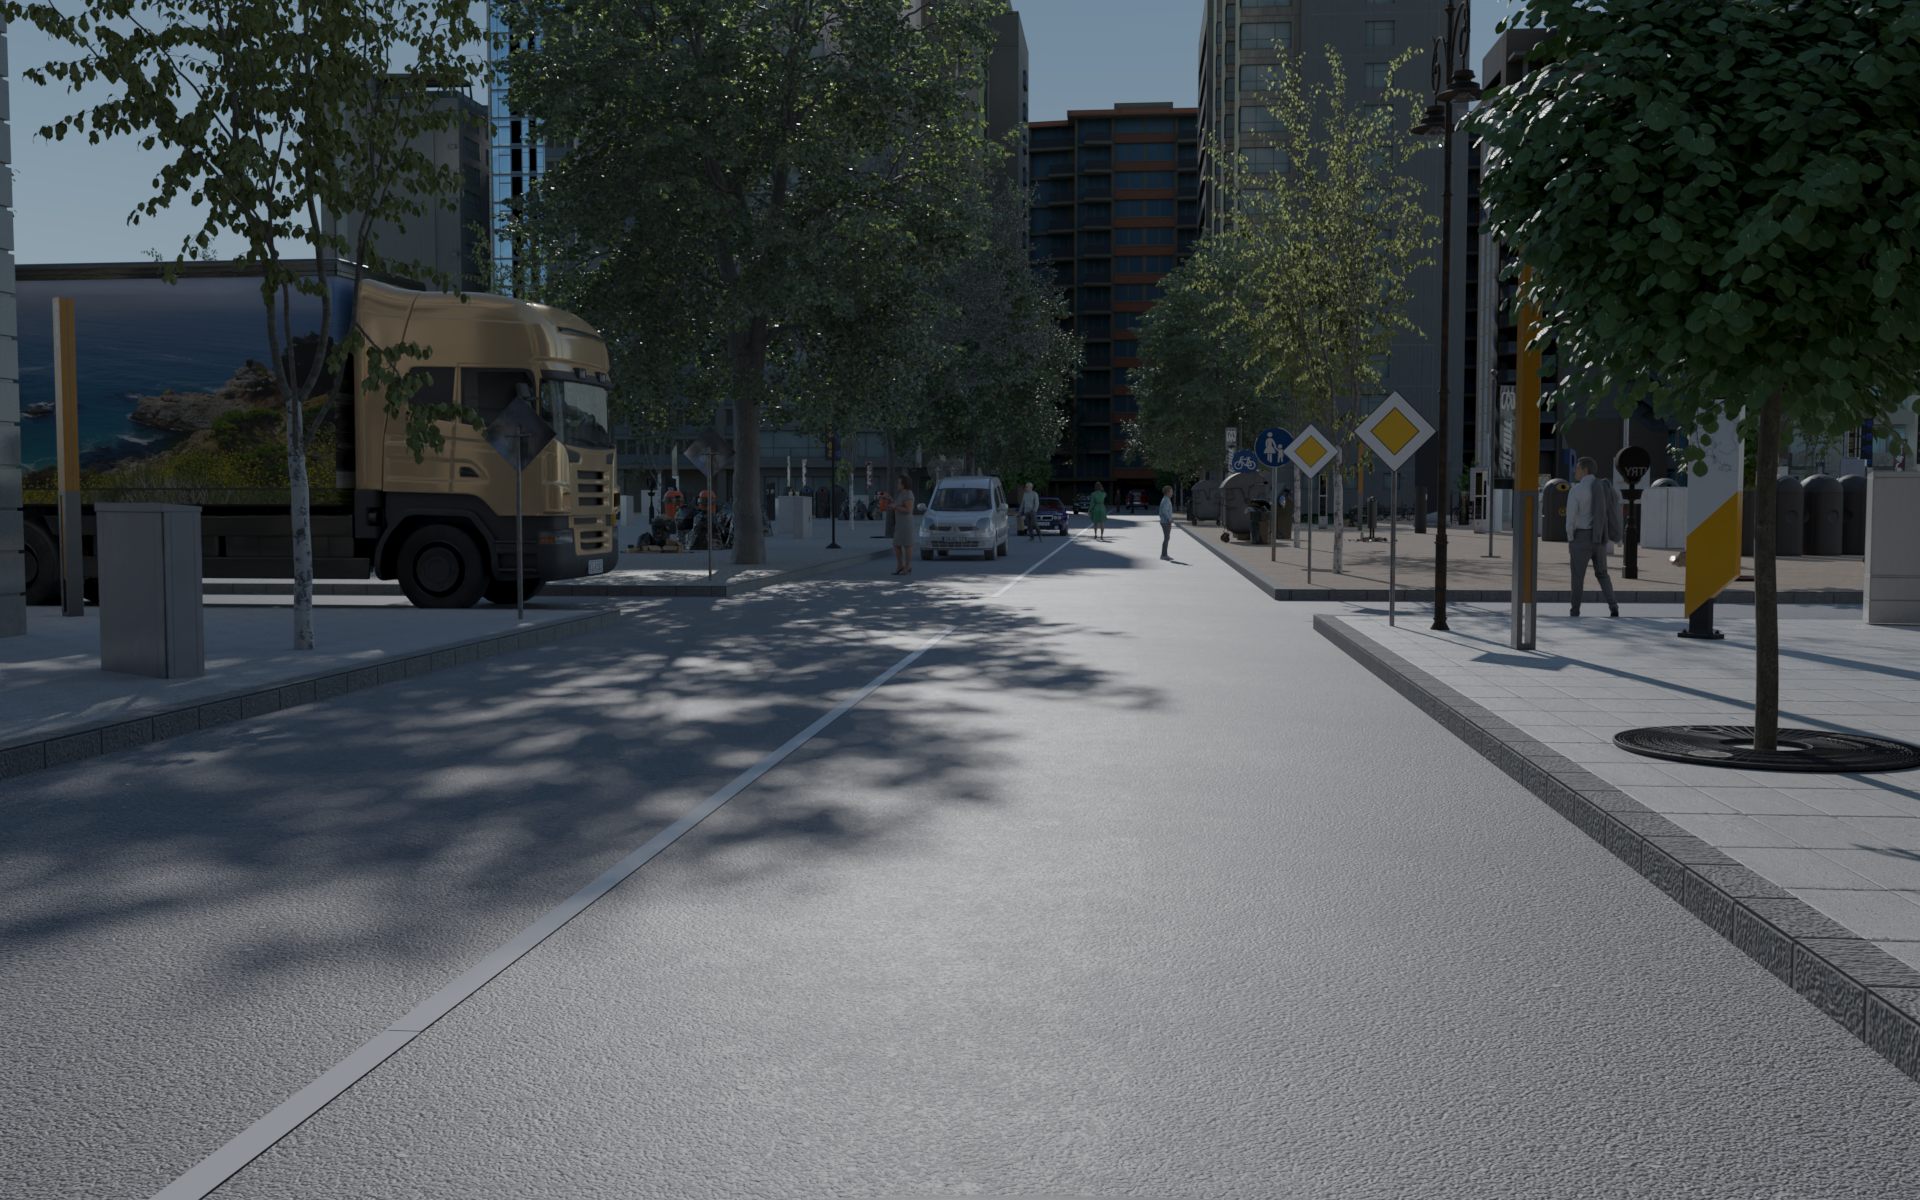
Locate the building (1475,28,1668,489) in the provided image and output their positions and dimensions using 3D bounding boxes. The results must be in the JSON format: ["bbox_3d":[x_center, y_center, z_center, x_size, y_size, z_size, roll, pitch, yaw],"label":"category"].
[{"bbox_3d":[56.932,-31.266,161.313,14.200,45.320,14.600,0,4,6],"label":"building"}]

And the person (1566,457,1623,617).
[{"bbox_3d":[6.860,-0.620,18.742,0.679,1.850,0.850,-1,4,-16],"label":"person"}]

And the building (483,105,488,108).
[{"bbox_3d":[-54.525,-33.610,199.642,14.200,45.320,14.600,0,4,6],"label":"building"}]

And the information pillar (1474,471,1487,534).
[{"bbox_3d":[16.861,-3.157,56.104,0.304,2.012,0.304,3,5,41],"label":"information pillar"}]

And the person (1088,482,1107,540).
[{"bbox_3d":[4.320,-2.772,54.073,0.600,1.795,0.529,-1,4,-14],"label":"person"}]

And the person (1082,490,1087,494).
[{"bbox_3d":[11.401,-9.199,158.931,1.348,1.821,0.705,-1,4,-19],"label":"person"}]

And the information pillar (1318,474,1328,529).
[{"bbox_3d":[13.409,-3.635,63.926,0.304,2.012,0.304,1,4,19],"label":"information pillar"}]

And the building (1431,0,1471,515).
[{"bbox_3d":[24.911,-26.279,113.257,14.154,41.232,14.086,0,4,6],"label":"building"}]

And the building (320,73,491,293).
[{"bbox_3d":[-53.413,-29.846,171.571,14.086,41.232,14.154,0,4,6],"label":"building"}]

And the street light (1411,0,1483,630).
[{"bbox_3d":[4.541,-2.656,16.209,0.468,5.910,1.993,0,4,6],"label":"street light"}]

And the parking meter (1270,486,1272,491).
[{"bbox_3d":[9.244,-2.584,50.651,0.372,1.533,0.369,0,3,0],"label":"parking meter"}]

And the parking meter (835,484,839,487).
[{"bbox_3d":[-7.143,-5.728,99.368,0.399,1.863,0.255,-1,4,-11],"label":"parking meter"}]

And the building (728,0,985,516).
[{"bbox_3d":[-6.005,-25.957,107.997,14.154,41.232,14.086,0,4,6],"label":"building"}]

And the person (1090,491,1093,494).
[{"bbox_3d":[12.810,-9.836,170.113,0.721,1.735,1.217,2,4,25],"label":"person"}]

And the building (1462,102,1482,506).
[{"bbox_3d":[62.983,-32.884,192.283,28.867,44.769,22.147,0,4,6],"label":"building"}]

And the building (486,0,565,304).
[{"bbox_3d":[-30.982,-52.062,163.886,31.000,86.520,22.319,0,4,6],"label":"building"}]

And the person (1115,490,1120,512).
[{"bbox_3d":[12.273,-7.696,134.874,0.434,1.755,0.990,0,4,-3],"label":"person"}]

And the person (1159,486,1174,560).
[{"bbox_3d":[4.499,-1.674,37.686,0.330,1.601,0.589,1,4,8],"label":"person"}]

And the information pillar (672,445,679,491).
[{"bbox_3d":[-13.040,-5.387,79.438,0.183,3.616,0.504,-3,4,-38],"label":"information pillar"}]

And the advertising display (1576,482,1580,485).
[{"bbox_3d":[33.806,-5.495,95.063,0.974,1.923,0.123,2,4,34],"label":"advertising display"}]

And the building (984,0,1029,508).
[{"bbox_3d":[-4.692,-33.024,163.636,21.600,48.544,21.300,0,4,6],"label":"building"}]

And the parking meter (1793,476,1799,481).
[{"bbox_3d":[27.673,-3.176,57.637,0.255,1.863,0.399,-1,4,-9],"label":"parking meter"}]

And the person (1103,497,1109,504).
[{"bbox_3d":[12.534,-8.587,152.156,1.065,1.426,0.557,0,4,-6],"label":"person"}]

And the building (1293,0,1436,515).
[{"bbox_3d":[26.133,-27.136,127.265,14.154,41.232,14.086,0,4,6],"label":"building"}]

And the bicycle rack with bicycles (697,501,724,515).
[{"bbox_3d":[-13.720,-5.070,96.275,2.925,0.926,2.852,2,4,29],"label":"bicycle rack with bicycles"}]

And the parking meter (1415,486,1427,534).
[{"bbox_3d":[15.003,-2.934,56.380,0.372,1.533,0.369,0,3,0],"label":"parking meter"}]

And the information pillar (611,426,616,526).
[{"bbox_3d":[-7.784,-2.900,38.766,0.183,3.616,0.504,0,4,-5],"label":"information pillar"}]

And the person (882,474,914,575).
[{"bbox_3d":[-1.102,-1.332,30.643,0.532,1.782,0.716,-1,4,-20],"label":"person"}]

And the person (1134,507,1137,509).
[{"bbox_3d":[16.735,-9.540,165.214,1.217,1.736,0.721,1,4,10],"label":"person"}]

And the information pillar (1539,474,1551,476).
[{"bbox_3d":[21.572,-3.637,63.956,0.304,2.012,0.304,-1,4,-10],"label":"information pillar"}]

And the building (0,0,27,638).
[{"bbox_3d":[-23.685,-14.281,10.989,29.804,29.767,11.434,0,4,6],"label":"building"}]

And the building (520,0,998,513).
[{"bbox_3d":[-13.294,-26.665,127.856,32.217,40.220,23.993,0,4,6],"label":"building"}]

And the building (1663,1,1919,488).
[{"bbox_3d":[78.630,-32.673,153.812,30.456,49.044,23.786,0,4,6],"label":"building"}]

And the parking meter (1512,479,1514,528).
[{"bbox_3d":[20.923,-3.631,65.076,0.255,1.863,0.399,3,4,36],"label":"parking meter"}]

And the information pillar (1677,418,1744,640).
[{"bbox_3d":[6.645,-1.461,15.247,0.183,3.616,0.504,-3,4,-36],"label":"information pillar"}]

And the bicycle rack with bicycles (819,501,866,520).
[{"bbox_3d":[-6.047,-4.562,87.968,2.852,0.926,2.925,0,4,0],"label":"bicycle rack with bicycles"}]

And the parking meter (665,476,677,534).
[{"bbox_3d":[-9.235,-3.040,55.422,0.399,1.863,0.255,-1,4,-8],"label":"parking meter"}]

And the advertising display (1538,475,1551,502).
[{"bbox_3d":[20.040,-3.343,59.872,0.974,1.923,0.123,-2,4,-32],"label":"advertising display"}]

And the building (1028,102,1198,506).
[{"bbox_3d":[19.991,-33.154,196.690,28.867,44.769,22.147,0,4,6],"label":"building"}]

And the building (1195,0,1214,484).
[{"bbox_3d":[32.816,-32.724,158.745,21.300,48.544,21.600,0,4,6],"label":"building"}]

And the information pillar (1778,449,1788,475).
[{"bbox_3d":[24.633,-3.710,52.005,0.504,3.616,0.183,-1,4,-11],"label":"information pillar"}]

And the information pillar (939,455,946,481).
[{"bbox_3d":[-0.923,-6.131,91.600,0.183,3.616,0.504,3,4,39],"label":"information pillar"}]

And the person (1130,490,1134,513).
[{"bbox_3d":[12.704,-7.257,128.073,0.530,1.710,0.541,2,4,33],"label":"person"}]

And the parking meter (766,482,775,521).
[{"bbox_3d":[-9.097,-4.740,83.212,0.399,1.863,0.255,-3,5,-40],"label":"parking meter"}]

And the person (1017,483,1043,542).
[{"bbox_3d":[2.065,-2.617,51.767,0.782,1.767,0.515,3,5,40],"label":"person"}]
